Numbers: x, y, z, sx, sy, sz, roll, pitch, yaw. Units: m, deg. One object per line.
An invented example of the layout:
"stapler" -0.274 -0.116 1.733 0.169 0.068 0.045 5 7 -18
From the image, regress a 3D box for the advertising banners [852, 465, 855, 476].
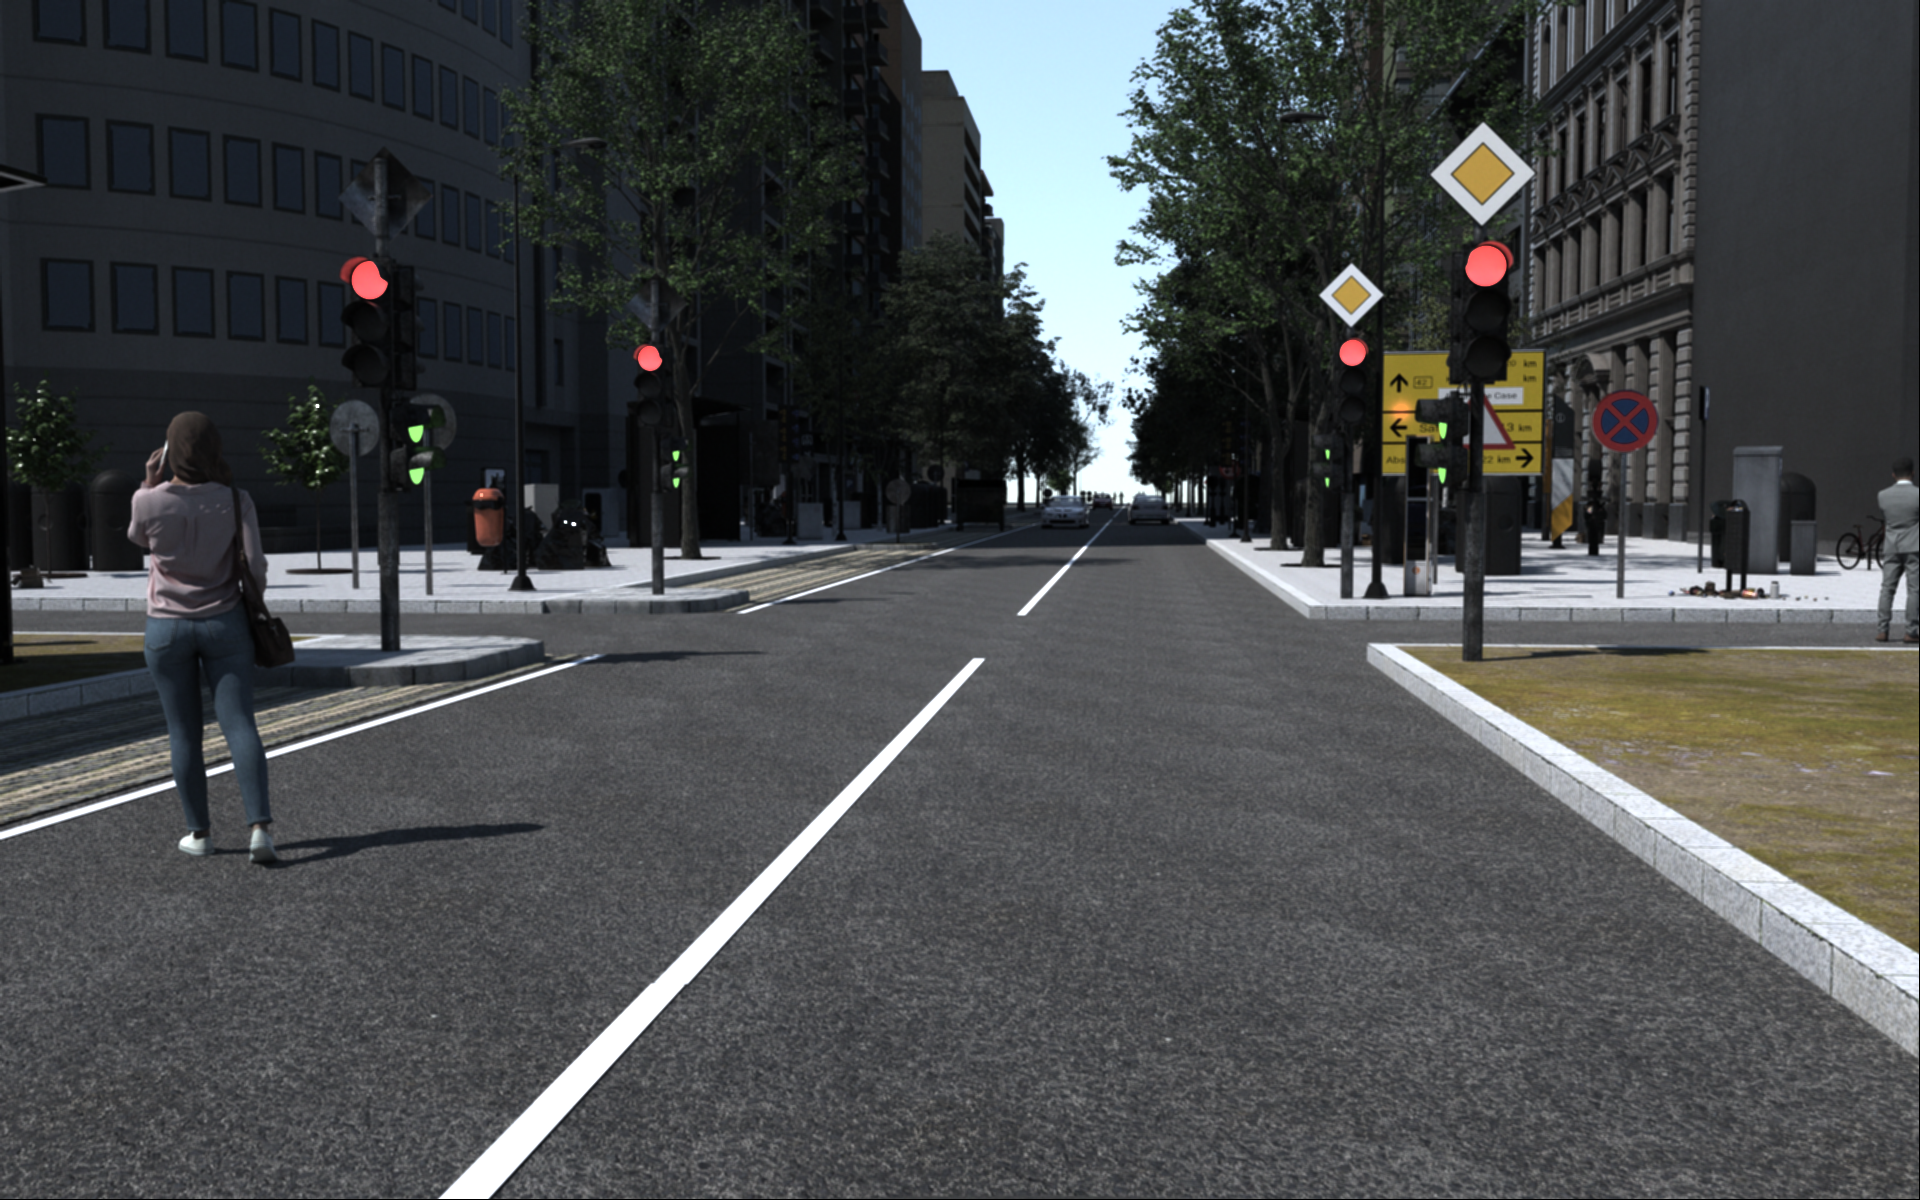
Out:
"advertising banners" -5.020 -6.030 94.778 2.074 3.025 0.090 -2 4 -30

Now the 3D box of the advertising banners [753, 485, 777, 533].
"advertising banners" -6.523 -3.804 58.377 0.090 3.025 2.074 1 4 17

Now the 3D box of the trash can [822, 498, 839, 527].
"trash can" -4.980 -3.387 67.038 0.748 1.137 0.748 0 3 0

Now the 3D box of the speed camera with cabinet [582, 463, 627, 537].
"speed camera with cabinet" -10.304 -3.497 51.515 2.038 3.252 0.660 2 4 30

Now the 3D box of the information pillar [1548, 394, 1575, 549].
"information pillar" 14.087 -3.007 40.518 0.504 3.616 0.183 0 4 -1

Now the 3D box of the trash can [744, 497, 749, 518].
"trash can" -10.908 -4.798 90.096 0.748 1.137 0.748 0 3 0

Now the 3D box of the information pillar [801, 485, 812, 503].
"information pillar" -5.762 -3.711 65.163 0.304 2.012 0.304 2 4 31

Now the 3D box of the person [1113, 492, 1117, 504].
"person" 22.233 -14.572 247.277 0.750 1.759 0.617 3 5 40

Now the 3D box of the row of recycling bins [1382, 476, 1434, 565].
"row of recycling bins" 8.545 -1.590 33.115 1.069 1.692 3.534 1 4 15

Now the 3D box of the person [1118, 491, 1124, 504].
"person" 22.302 -14.139 239.755 0.705 1.814 1.350 -2 4 -34

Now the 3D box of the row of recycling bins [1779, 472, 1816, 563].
"row of recycling bins" 16.049 -1.646 34.031 1.069 1.692 3.534 1 4 18

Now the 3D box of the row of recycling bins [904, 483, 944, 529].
"row of recycling bins" -1.503 -3.588 65.773 1.069 1.692 3.534 1 4 9

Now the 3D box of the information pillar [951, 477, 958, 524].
"information pillar" -0.172 -4.312 74.988 0.304 2.012 0.304 -3 4 -38

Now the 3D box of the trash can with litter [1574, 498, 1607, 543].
"trash can with litter" 16.325 -2.055 44.986 0.624 1.170 1.055 -1 4 -11

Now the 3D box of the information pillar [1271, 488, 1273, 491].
"information pillar" 11.725 -3.673 64.545 0.304 2.012 0.304 3 4 36

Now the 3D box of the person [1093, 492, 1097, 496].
"person" 18.738 -13.986 237.990 1.217 1.723 0.721 -2 4 -29

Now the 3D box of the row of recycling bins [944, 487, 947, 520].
"row of recycling bins" -1.152 -4.883 86.948 1.069 1.692 3.534 0 4 4

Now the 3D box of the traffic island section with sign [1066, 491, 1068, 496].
"traffic island section with sign" 8.961 -8.556 148.514 1.989 1.847 2.006 0 4 6

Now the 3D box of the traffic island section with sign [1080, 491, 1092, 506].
"traffic island section with sign" 17.301 -13.579 230.639 1.989 1.847 2.006 0 4 6

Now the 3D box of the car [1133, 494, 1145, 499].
"car" 23.705 -13.357 227.426 2.155 1.783 4.494 0 4 6

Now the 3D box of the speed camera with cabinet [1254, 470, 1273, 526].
"speed camera with cabinet" 11.777 -4.406 66.369 0.660 3.252 2.038 1 4 22

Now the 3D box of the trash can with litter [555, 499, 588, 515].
"trash can with litter" -8.534 -1.588 37.350 0.624 1.170 1.055 1 4 23

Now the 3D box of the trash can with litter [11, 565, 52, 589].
"trash can with litter" -12.961 -0.740 23.494 1.055 1.170 0.624 -3 4 -39

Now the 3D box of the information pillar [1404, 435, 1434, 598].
"information pillar" 5.716 -1.045 21.576 0.304 2.012 0.304 2 4 24

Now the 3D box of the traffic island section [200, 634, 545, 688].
"traffic island section" -4.684 0.494 14.201 2.009 0.180 2.903 0 4 6

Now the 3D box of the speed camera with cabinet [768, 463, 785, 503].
"speed camera with cabinet" -8.925 -5.293 80.882 0.660 3.252 2.038 -3 4 -37

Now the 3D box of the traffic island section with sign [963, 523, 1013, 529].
"traffic island section with sign" 1.162 -3.861 71.752 1.989 1.847 2.006 0 4 6

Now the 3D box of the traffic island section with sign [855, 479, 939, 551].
"traffic island section with sign" -1.590 -2.200 44.601 1.989 1.847 2.006 0 4 6

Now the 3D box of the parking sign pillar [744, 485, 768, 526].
"parking sign pillar" -7.985 -4.977 69.852 1.447 3.967 1.447 -1 4 -10

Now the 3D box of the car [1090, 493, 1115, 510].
"car" 12.698 -8.892 154.425 2.155 1.783 4.494 0 4 4

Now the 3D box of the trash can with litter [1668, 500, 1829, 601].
"trash can with litter" 9.801 -0.664 21.908 1.678 1.210 2.233 0 4 5

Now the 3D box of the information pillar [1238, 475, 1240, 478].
"information pillar" 10.783 -3.760 65.964 0.304 2.012 0.304 3 4 38

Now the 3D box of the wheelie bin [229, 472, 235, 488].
"wheelie bin" -10.219 -0.953 23.490 0.980 1.594 0.693 -2 4 -33

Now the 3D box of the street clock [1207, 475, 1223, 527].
"street clock" 9.816 -3.832 67.228 0.358 2.002 0.471 -2 4 -26

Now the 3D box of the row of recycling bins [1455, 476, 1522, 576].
"row of recycling bins" 8.743 -1.324 28.760 1.069 1.692 3.534 1 4 15

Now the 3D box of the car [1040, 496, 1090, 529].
"car" 4.480 -3.727 73.302 2.083 1.381 4.827 0 4 7

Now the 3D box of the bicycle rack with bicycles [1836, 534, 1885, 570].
"bicycle rack with bicycles" 16.197 -0.911 28.284 2.852 0.926 2.925 0 4 -3

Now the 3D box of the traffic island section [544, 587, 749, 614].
"traffic island section" -3.877 0.008 22.146 2.009 0.180 2.903 0 4 6

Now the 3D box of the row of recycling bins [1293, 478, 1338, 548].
"row of recycling bins" 8.661 -2.166 42.527 1.069 1.692 3.534 0 4 8

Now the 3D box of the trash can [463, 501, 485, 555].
"trash can" -10.137 -1.532 36.696 0.748 1.137 0.748 0 3 0

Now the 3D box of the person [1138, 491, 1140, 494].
"person" 23.881 -13.596 230.878 1.350 1.814 0.705 0 4 1

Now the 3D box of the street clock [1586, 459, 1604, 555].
"street clock" 13.288 -1.938 36.264 0.358 2.002 0.471 2 4 26

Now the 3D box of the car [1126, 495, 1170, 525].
"car" 8.963 -4.277 82.293 2.083 1.381 4.827 0 4 4

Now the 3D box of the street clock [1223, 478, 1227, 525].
"street clock" 10.987 -4.156 72.522 0.358 2.002 0.471 1 4 17

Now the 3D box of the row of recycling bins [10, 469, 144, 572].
"row of recycling bins" -15.434 -1.343 29.074 3.534 1.692 1.069 0 4 7

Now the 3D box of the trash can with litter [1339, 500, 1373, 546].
"trash can with litter" 9.898 -1.920 42.782 1.055 1.170 0.624 3 5 41

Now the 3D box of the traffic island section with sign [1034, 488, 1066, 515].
"traffic island section with sign" 6.236 -6.916 121.697 1.989 1.847 2.006 0 4 6

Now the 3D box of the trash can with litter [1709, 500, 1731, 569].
"trash can with litter" 13.344 -1.128 29.832 0.624 1.170 1.055 0 4 1

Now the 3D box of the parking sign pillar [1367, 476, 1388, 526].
"parking sign pillar" 17.362 -5.024 70.615 1.447 3.967 1.447 2 4 34
